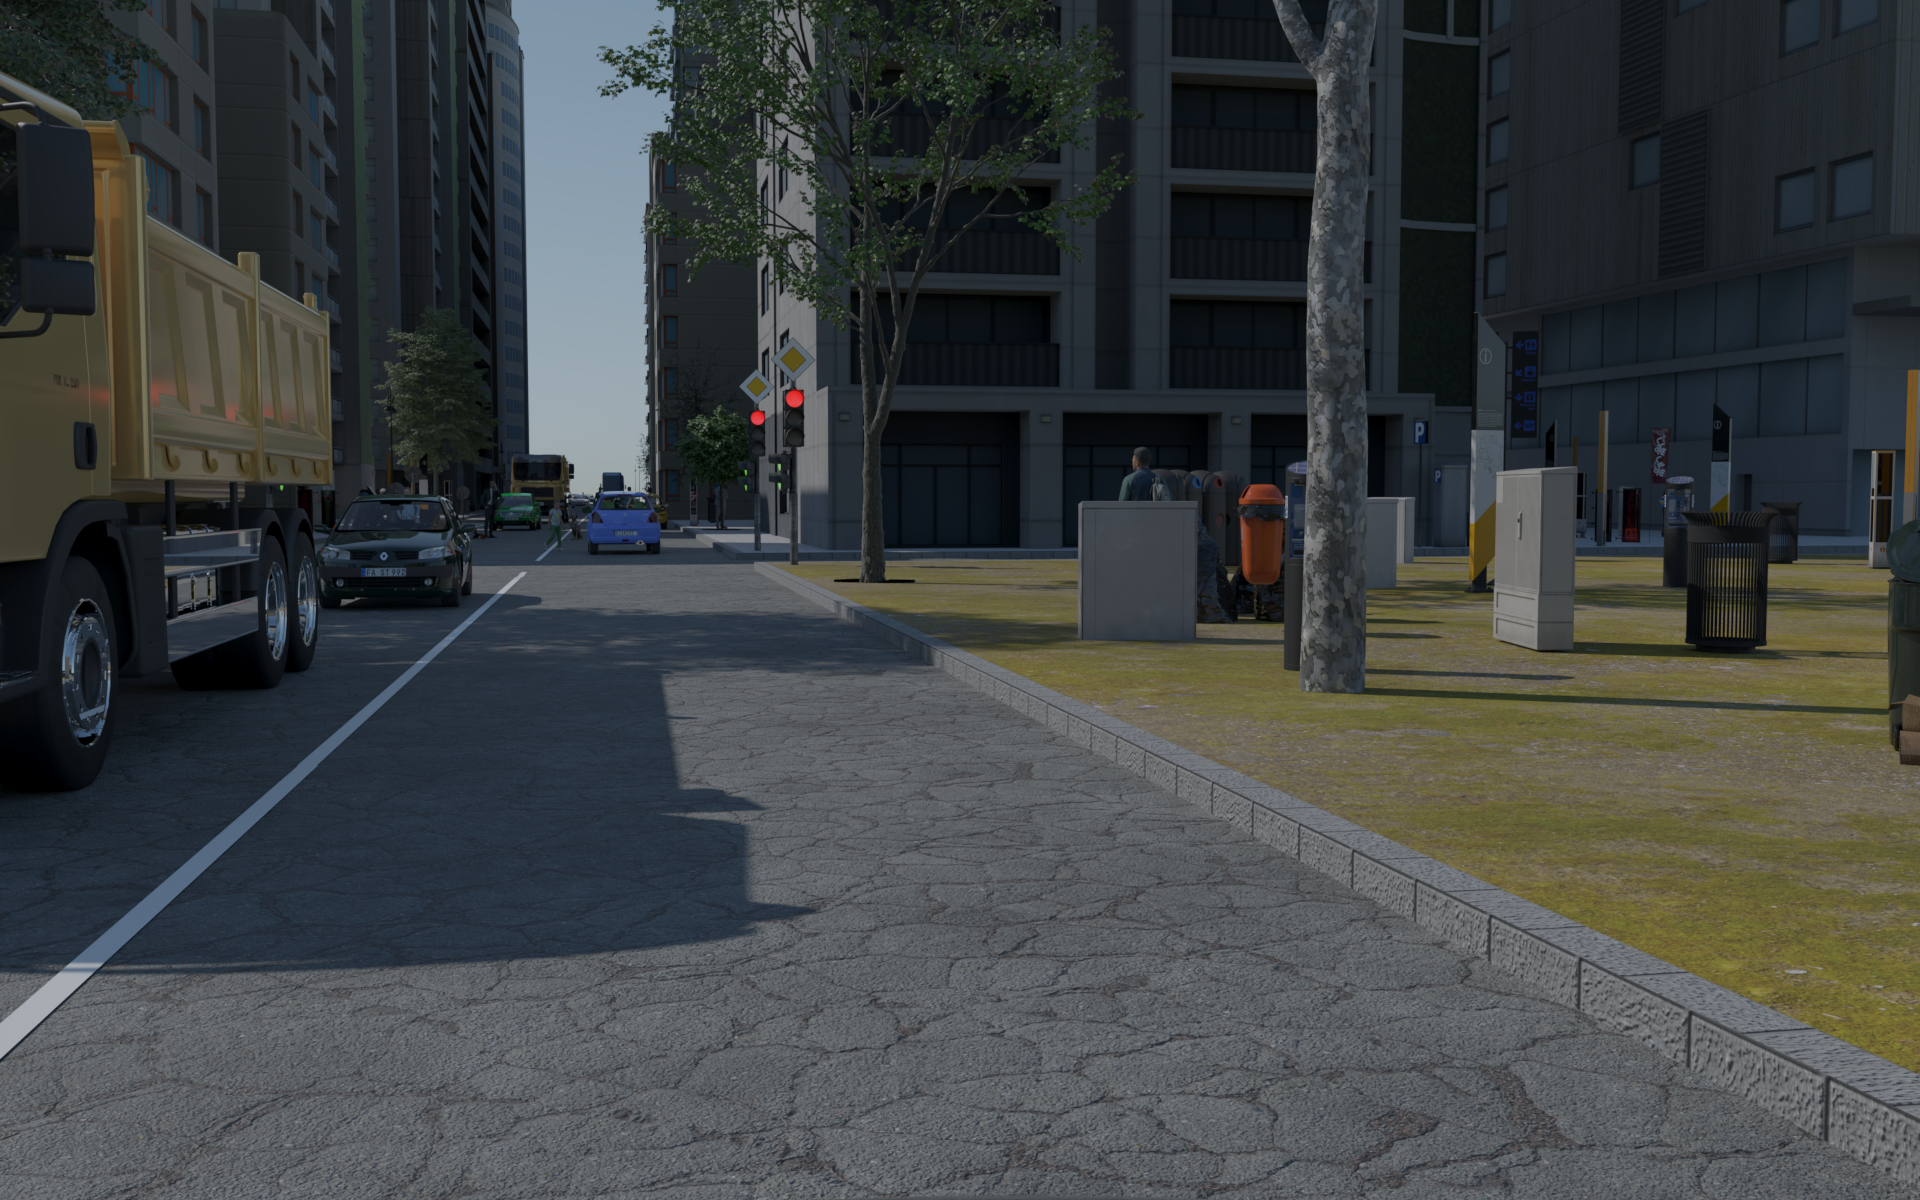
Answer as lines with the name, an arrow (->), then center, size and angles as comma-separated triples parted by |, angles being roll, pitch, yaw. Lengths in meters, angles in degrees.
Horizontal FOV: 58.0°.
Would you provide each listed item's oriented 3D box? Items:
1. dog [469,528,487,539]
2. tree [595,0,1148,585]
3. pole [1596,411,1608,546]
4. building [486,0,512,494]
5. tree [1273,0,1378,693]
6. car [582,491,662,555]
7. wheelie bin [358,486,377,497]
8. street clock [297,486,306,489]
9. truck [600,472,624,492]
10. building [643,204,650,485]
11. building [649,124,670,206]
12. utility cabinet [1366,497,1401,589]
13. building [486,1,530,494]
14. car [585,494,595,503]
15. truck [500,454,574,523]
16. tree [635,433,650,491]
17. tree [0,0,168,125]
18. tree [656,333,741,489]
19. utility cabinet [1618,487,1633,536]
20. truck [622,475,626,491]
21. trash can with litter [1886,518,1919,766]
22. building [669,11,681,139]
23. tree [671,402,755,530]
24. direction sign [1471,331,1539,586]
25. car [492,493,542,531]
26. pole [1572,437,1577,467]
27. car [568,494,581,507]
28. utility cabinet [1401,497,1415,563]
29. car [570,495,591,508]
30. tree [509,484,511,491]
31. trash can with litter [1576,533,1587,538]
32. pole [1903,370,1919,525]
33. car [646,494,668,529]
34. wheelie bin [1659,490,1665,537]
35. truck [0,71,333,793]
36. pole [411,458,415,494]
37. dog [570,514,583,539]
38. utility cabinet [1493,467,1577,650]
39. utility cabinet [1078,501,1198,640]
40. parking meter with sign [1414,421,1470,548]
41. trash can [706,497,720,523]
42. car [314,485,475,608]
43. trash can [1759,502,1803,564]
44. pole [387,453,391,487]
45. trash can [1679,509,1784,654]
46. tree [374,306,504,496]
dog -> -15.331, -2.129, 55.004 | 0.550, 0.427, 0.748 | -2, 4, -30
tree -> -1.112, -6.063, 24.887 | 9.928, 11.665, 9.643 | 0, 3, 0
pole -> 15.765, -2.976, 42.496 | 0.158, 3.312, 0.155 | 0, 3, 0
building -> -66.945, -48.282, 227.668 | 20.563, 71.187, 20.611 | -1, 4, -11
tree -> 3.136, -9.551, 12.041 | 12.611, 20.169, 13.585 | 0, 3, 0
car -> -8.255, -2.004, 42.363 | 1.945, 1.707, 3.694 | -1, 4, -13
wheelie bin -> -22.040, -3.467, 64.590 | 0.693, 1.594, 0.980 | -1, 4, -11
street clock -> -23.859, -3.561, 62.792 | 0.471, 2.002, 0.358 | -3, 5, -42
truck -> -41.529, -13.285, 206.974 | 2.967, 4.110, 18.799 | -1, 4, -12
building -> -35.533, -36.842, 256.996 | 22.147, 44.769, 28.867 | -1, 4, -11
building -> -30.566, -34.321, 211.260 | 14.600, 45.320, 14.200 | -1, 4, -11
utility cabinet -> 5.529, -0.763, 23.634 | 1.020, 1.237, 0.306 | -3, 4, -37
building -> -62.520, -40.495, 204.090 | 21.231, 58.520, 28.212 | -1, 4, -11
car -> -55.743, -15.166, 259.969 | 2.014, 1.417, 4.499 | -1, 4, -13
truck -> -20.940, -5.543, 86.557 | 3.469, 3.379, 9.791 | -1, 4, -11
tree -> -35.271, -15.163, 198.279 | 4.737, 8.622, 4.395 | 0, 3, 0
tree -> -14.207, -6.963, 20.505 | 9.857, 13.997, 8.962 | 0, 3, 0
tree -> -12.235, -7.950, 80.345 | 4.360, 8.622, 3.978 | 0, 3, 0
utility cabinet -> 20.166, -2.673, 52.381 | 0.318, 1.500, 1.173 | 1, 4, 14
truck -> -47.200, -15.116, 236.906 | 2.967, 4.110, 18.799 | -1, 4, -11
trash can with litter -> 4.855, 0.181, 8.433 | 0.624, 1.170, 1.055 | 2, 4, 26
building -> -15.042, -32.989, 158.983 | 23.786, 49.044, 30.456 | -1, 4, -11
tree -> -8.593, -4.792, 62.057 | 4.285, 4.588, 4.351 | 0, 3, 0
direction sign -> 7.602, -1.971, 24.229 | 0.876, 3.537, 0.379 | 1, 4, 19
car -> -17.783, -3.705, 69.367 | 1.959, 1.807, 4.718 | -1, 4, -10
pole -> 21.900, -4.155, 61.774 | 0.158, 3.312, 0.155 | 0, 3, 0
car -> -44.207, -11.593, 198.342 | 1.959, 1.807, 4.718 | -1, 4, -10
utility cabinet -> 8.010, -1.302, 32.452 | 0.306, 1.237, 1.020 | -3, 4, -37
car -> -39.477, -10.263, 180.161 | 2.083, 1.381, 4.827 | -1, 4, -11
tree -> -48.814, -12.067, 191.897 | 1.663, 3.219, 1.824 | 0, 3, 0
trash can with litter -> 17.629, -2.436, 50.891 | 2.233, 1.210, 1.678 | 3, 5, 40
pole -> 15.702, -2.124, 28.571 | 0.158, 3.312, 0.155 | 0, 3, 0
car -> -13.063, -3.763, 71.743 | 2.015, 1.641, 3.980 | -1, 4, -13
wheelie bin -> 21.250, -2.653, 51.286 | 0.980, 1.594, 0.693 | 0, 4, -5
truck -> -5.841, -0.874, 10.221 | 3.469, 3.379, 9.791 | -1, 4, -11
pole -> -30.701, -6.322, 97.208 | 0.158, 3.312, 0.155 | 0, 3, 0
dog -> -12.053, -2.328, 54.900 | 0.800, 0.831, 0.513 | -3, 5, -40
utility cabinet -> 4.805, -0.359, 14.546 | 0.318, 1.500, 1.173 | 0, 4, 0
utility cabinet -> 1.568, -0.255, 15.334 | 1.020, 1.237, 0.306 | 0, 4, -2
parking meter with sign -> 11.805, -2.774, 41.623 | 1.738, 3.016, 0.543 | -1, 4, -15
trash can -> -10.974, -4.024, 77.447 | 0.748, 1.137, 0.748 | 0, 3, 0
car -> -7.467, -0.812, 23.065 | 2.009, 1.686, 4.222 | -1, 4, -13
trash can -> 15.101, -1.238, 31.893 | 0.748, 1.137, 0.748 | 0, 3, 0
pole -> -28.469, -5.659, 86.360 | 0.158, 3.312, 0.155 | 0, 3, 0
trash can -> 6.247, -0.150, 14.102 | 0.748, 1.137, 0.748 | 0, 3, 0
tree -> -31.526, -11.413, 104.722 | 7.486, 12.596, 7.792 | 0, 3, 0
